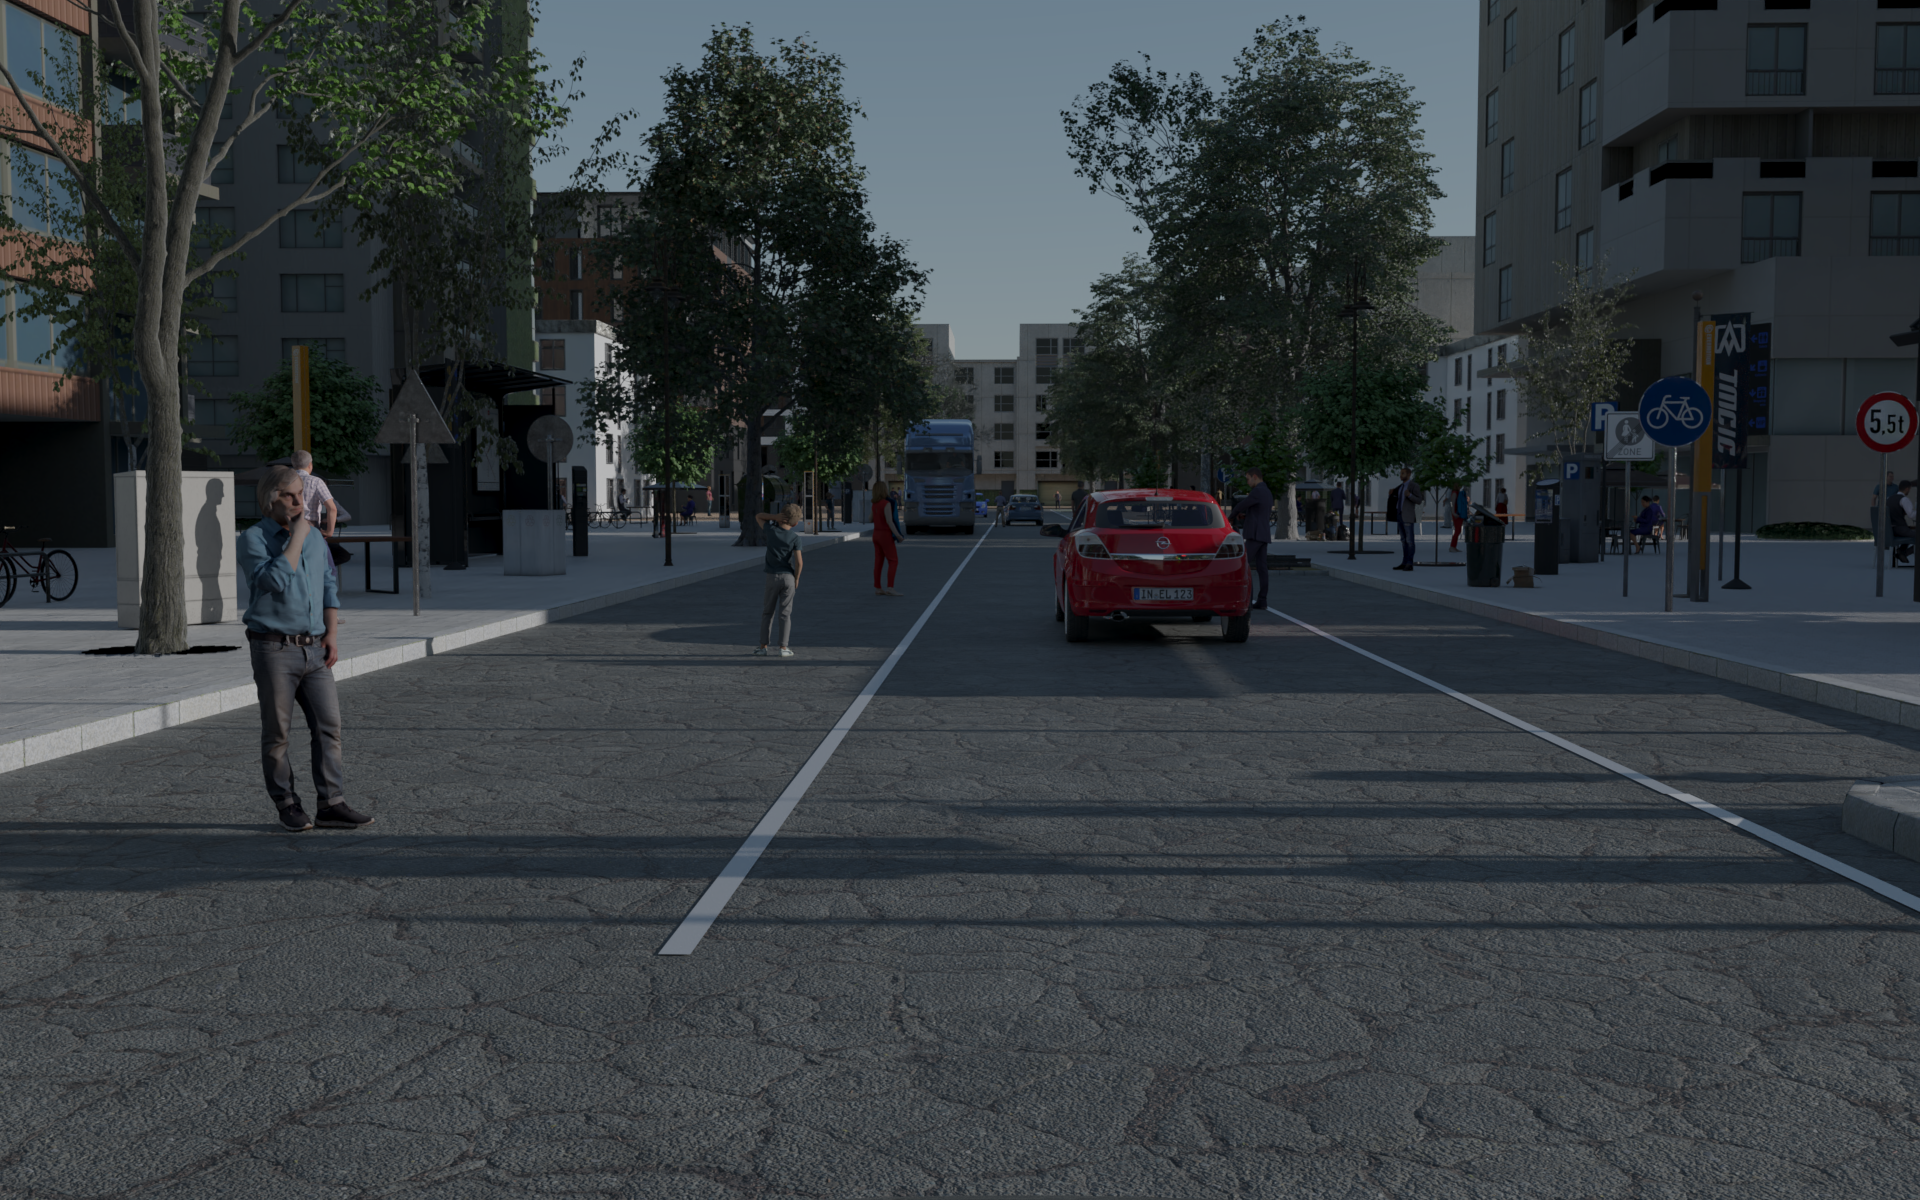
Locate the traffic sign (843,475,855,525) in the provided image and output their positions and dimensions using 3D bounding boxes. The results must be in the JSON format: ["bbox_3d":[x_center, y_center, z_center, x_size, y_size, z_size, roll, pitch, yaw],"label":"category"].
[{"bbox_3d":[-4.784,-4.374,71.524,0.884,2.594,0.081,0,4,5],"label":"traffic sign"}]

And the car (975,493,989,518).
[{"bbox_3d":[0.842,-5.947,106.822,1.945,1.707,3.694,0,4,0],"label":"car"}]

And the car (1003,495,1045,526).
[{"bbox_3d":[2.916,-4.139,79.678,2.014,1.417,4.499,0,4,0],"label":"car"}]

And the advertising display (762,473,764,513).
[{"bbox_3d":[-6.275,-2.960,53.613,0.123,1.923,0.974,1,4,11],"label":"advertising display"}]

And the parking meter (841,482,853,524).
[{"bbox_3d":[-4.874,-4.267,75.484,0.399,1.863,0.255,0,4,3],"label":"parking meter"}]

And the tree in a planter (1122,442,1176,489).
[{"bbox_3d":[6.404,-3.762,58.729,1.991,3.239,1.994,0,4,2],"label":"tree in a planter"}]

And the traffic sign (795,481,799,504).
[{"bbox_3d":[-7.131,-4.568,74.795,0.768,2.556,0.104,1,4,10],"label":"traffic sign"}]

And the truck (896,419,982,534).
[{"bbox_3d":[-0.672,-4.804,68.310,2.967,4.110,18.799,0,4,0],"label":"truck"}]

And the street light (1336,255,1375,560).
[{"bbox_3d":[7.672,-3.727,33.730,0.468,5.910,1.993,0,4,2],"label":"street light"}]

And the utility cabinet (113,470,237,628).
[{"bbox_3d":[-7.610,-0.498,16.820,0.318,1.500,1.173,1,4,23],"label":"utility cabinet"}]

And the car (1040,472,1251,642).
[{"bbox_3d":[1.932,-0.562,18.221,2.155,1.783,4.494,0,4,1],"label":"car"}]

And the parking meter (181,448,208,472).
[{"bbox_3d":[-9.591,-0.975,21.653,0.399,1.863,0.255,-3,4,-37],"label":"parking meter"}]

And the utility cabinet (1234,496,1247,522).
[{"bbox_3d":[12.065,-3.808,73.422,1.020,1.237,0.306,-3,5,-39],"label":"utility cabinet"}]

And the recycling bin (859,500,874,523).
[{"bbox_3d":[-3.974,-3.908,76.444,0.722,1.027,0.722,3,4,36],"label":"recycling bin"}]

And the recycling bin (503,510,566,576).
[{"bbox_3d":[-6.729,-0.908,27.397,0.722,1.027,0.722,1,4,22],"label":"recycling bin"}]

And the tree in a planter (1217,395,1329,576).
[{"bbox_3d":[5.528,-2.086,31.331,1.991,3.239,1.994,0,4,2],"label":"tree in a planter"}]

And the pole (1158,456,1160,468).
[{"bbox_3d":[9.145,-5.268,79.982,0.158,3.312,0.155,0,3,0],"label":"pole"}]

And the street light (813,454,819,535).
[{"bbox_3d":[-4.522,-4.981,54.227,0.468,5.910,1.993,0,4,2],"label":"street light"}]

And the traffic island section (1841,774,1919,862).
[{"bbox_3d":[4.725,0.966,6.480,2.009,0.180,2.903,0,4,2],"label":"traffic island section"}]

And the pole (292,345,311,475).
[{"bbox_3d":[-9.073,-1.839,23.910,0.158,3.312,0.155,0,3,0],"label":"pole"}]

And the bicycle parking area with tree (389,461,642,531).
[{"bbox_3d":[-16.267,-4.678,63.486,9.016,4.147,8.231,2,4,33],"label":"bicycle parking area with tree"}]

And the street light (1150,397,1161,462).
[{"bbox_3d":[9.120,-6.622,81.060,0.468,5.910,1.993,0,4,2],"label":"street light"}]

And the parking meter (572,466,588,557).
[{"bbox_3d":[-7.829,-1.833,35.685,0.255,1.863,0.399,-2,4,-24],"label":"parking meter"}]

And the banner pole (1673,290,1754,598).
[{"bbox_3d":[9.243,-1.910,21.251,0.863,3.779,0.401,3,5,39],"label":"banner pole"}]

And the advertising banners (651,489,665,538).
[{"bbox_3d":[-8.790,-3.355,51.046,0.090,3.025,2.074,0,4,5],"label":"advertising banners"}]

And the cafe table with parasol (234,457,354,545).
[{"bbox_3d":[-12.315,-1.647,31.798,2.610,1.966,2.610,-3,5,-40],"label":"cafe table with parasol"}]

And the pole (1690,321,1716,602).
[{"bbox_3d":[8.813,-1.633,20.547,0.158,3.312,0.155,0,3,0],"label":"pole"}]

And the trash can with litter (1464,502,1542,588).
[{"bbox_3d":[7.504,-0.768,23.945,1.055,1.170,0.624,1,4,17],"label":"trash can with litter"}]

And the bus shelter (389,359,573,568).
[{"bbox_3d":[-9.019,-2.563,33.186,1.731,3.624,6.357,0,4,2],"label":"bus shelter"}]

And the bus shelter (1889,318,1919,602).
[{"bbox_3d":[10.228,-1.267,14.634,2.014,3.302,5.546,0,4,2],"label":"bus shelter"}]

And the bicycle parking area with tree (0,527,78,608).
[{"bbox_3d":[-14.400,-1.851,17.268,8.231,4.147,9.016,1,4,16],"label":"bicycle parking area with tree"}]

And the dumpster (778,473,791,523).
[{"bbox_3d":[-7.804,-4.202,71.198,1.502,2.255,1.985,0,4,2],"label":"dumpster"}]

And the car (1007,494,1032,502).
[{"bbox_3d":[3.966,-6.043,109.030,2.015,1.641,3.980,0,4,1],"label":"car"}]

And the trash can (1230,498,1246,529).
[{"bbox_3d":[10.284,-3.186,63.752,0.748,1.137,0.748,0,3,0],"label":"trash can"}]

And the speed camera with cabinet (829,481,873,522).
[{"bbox_3d":[-5.078,-5.280,80.665,2.038,3.252,0.660,0,4,-7],"label":"speed camera with cabinet"}]

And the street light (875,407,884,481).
[{"bbox_3d":[-3.721,-6.445,78.169,0.468,5.910,1.993,0,4,2],"label":"street light"}]

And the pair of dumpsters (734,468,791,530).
[{"bbox_3d":[-7.199,-3.706,63.093,1.574,2.255,4.437,0,4,2],"label":"pair of dumpsters"}]

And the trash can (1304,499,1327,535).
[{"bbox_3d":[11.032,-2.576,53.772,0.748,1.137,0.748,0,3,0],"label":"trash can"}]

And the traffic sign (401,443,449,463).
[{"bbox_3d":[-9.246,-1.829,29.907,0.884,2.594,0.081,1,4,11],"label":"traffic sign"}]

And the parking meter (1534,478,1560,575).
[{"bbox_3d":[9.337,-1.171,27.551,0.372,1.533,0.369,0,3,0],"label":"parking meter"}]

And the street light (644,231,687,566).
[{"bbox_3d":[-5.207,-3.546,30.763,0.468,5.910,1.993,0,4,2],"label":"street light"}]

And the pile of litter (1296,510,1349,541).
[{"bbox_3d":[10.011,-2.053,47.525,1.719,0.858,1.176,-1,4,-8],"label":"pile of litter"}]

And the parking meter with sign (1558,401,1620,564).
[{"bbox_3d":[11.563,-2.204,32.302,1.738,3.016,0.543,-3,4,-39],"label":"parking meter with sign"}]

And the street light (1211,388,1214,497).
[{"bbox_3d":[8.331,-5.162,57.194,0.468,5.910,1.993,0,4,2],"label":"street light"}]
